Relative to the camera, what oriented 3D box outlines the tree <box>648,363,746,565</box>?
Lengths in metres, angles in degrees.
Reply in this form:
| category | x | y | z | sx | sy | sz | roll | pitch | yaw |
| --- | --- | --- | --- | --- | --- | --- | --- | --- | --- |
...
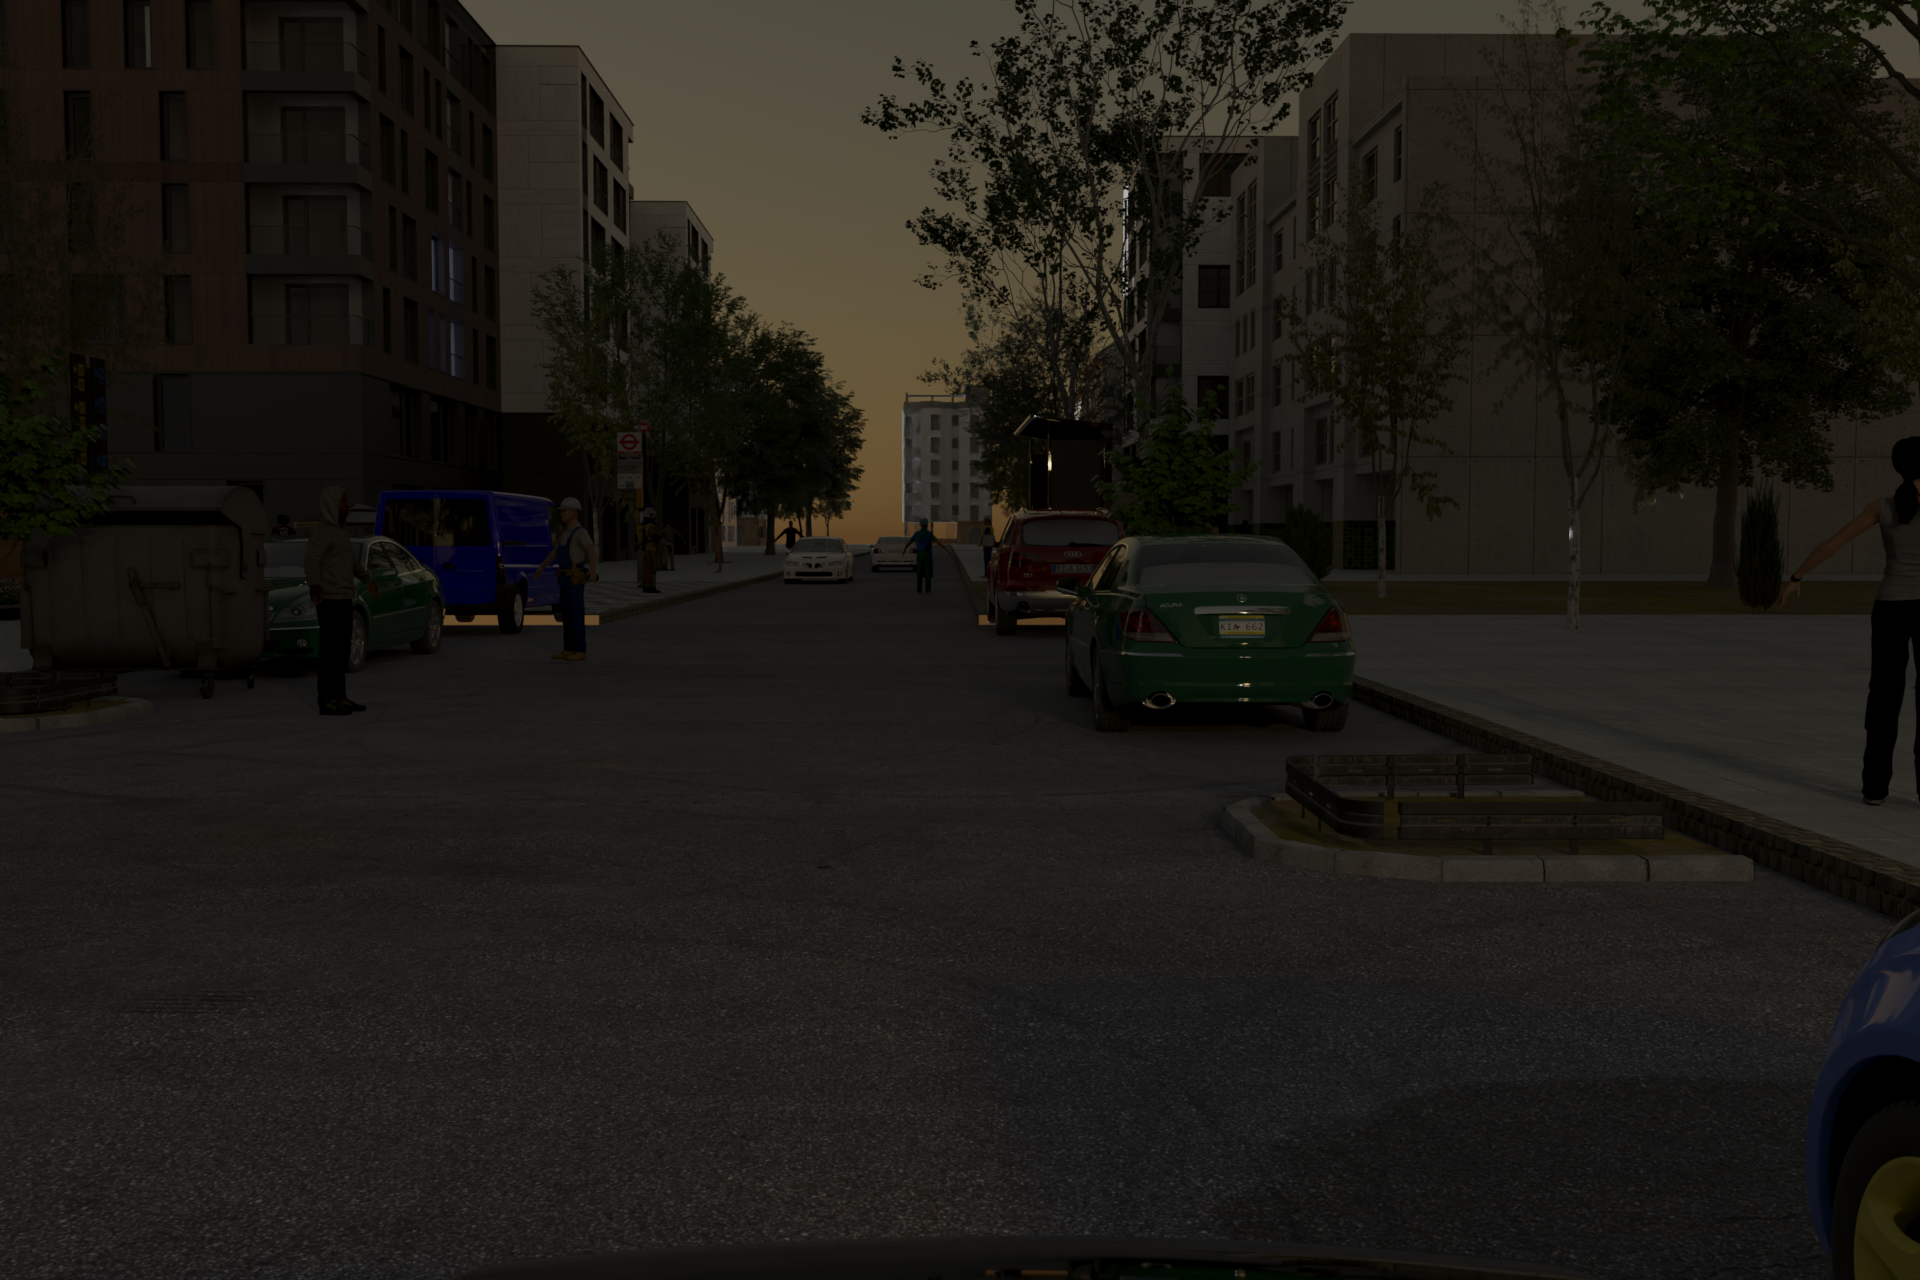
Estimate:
| category | x | y | z | sx | sy | sz | roll | pitch | yaw |
| --- | --- | --- | --- | --- | --- | --- | --- | --- | --- |
| tree | -10.487 | -7.374 | 70.921 | 4.737 | 8.622 | 4.395 | 0 | 3 | 0 |

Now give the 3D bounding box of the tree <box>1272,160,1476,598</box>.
| category | x | y | z | sx | sy | sz | roll | pitch | yaw |
| --- | --- | --- | --- | --- | --- | --- | --- | --- | --- |
| tree | 8.298 | -5.120 | 34.069 | 4.737 | 8.622 | 4.395 | 0 | 3 | 0 |

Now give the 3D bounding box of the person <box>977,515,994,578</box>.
| category | x | y | z | sx | sy | sz | roll | pitch | yaw |
| --- | --- | --- | --- | --- | --- | --- | --- | --- | --- |
| person | 0.774 | -2.719 | 50.418 | 0.705 | 1.833 | 1.349 | 1 | 4 | 14 |

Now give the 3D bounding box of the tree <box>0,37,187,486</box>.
| category | x | y | z | sx | sy | sz | roll | pitch | yaw |
| --- | --- | --- | --- | --- | --- | --- | --- | --- | --- |
| tree | -13.872 | -4.669 | 26.695 | 4.360 | 8.622 | 3.978 | 0 | 3 | 0 |

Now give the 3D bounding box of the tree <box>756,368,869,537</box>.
| category | x | y | z | sx | sy | sz | roll | pitch | yaw |
| --- | --- | --- | --- | --- | --- | --- | --- | --- | --- |
| tree | -11.773 | -13.842 | 132.969 | 9.857 | 13.997 | 8.962 | 0 | 3 | 0 |

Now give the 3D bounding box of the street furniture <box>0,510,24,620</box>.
| category | x | y | z | sx | sy | sz | roll | pitch | yaw |
| --- | --- | --- | --- | --- | --- | --- | --- | --- | --- |
| street furniture | -16.470 | -1.245 | 27.217 | 11.010 | 1.723 | 9.812 | 2 | 4 | 25 |

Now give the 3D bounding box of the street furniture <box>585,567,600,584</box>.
| category | x | y | z | sx | sy | sz | roll | pitch | yaw |
| --- | --- | --- | --- | --- | --- | --- | --- | --- | --- |
| street furniture | -14.342 | -1.717 | 43.696 | 10.072 | 0.657 | 5.734 | 0 | 4 | -5 |

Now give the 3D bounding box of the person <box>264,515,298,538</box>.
| category | x | y | z | sx | sy | sz | roll | pitch | yaw |
| --- | --- | --- | --- | --- | --- | --- | --- | --- | --- |
| person | -18.985 | -2.595 | 48.569 | 1.345 | 1.843 | 0.704 | -2 | 4 | -32 |

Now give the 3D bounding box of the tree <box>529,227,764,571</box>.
| category | x | y | z | sx | sy | sz | roll | pitch | yaw |
| --- | --- | --- | --- | --- | --- | --- | --- | --- | --- |
| tree | -10.664 | -8.224 | 60.220 | 9.928 | 11.665 | 9.643 | 0 | 3 | 0 |

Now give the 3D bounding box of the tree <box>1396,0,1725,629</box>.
| category | x | y | z | sx | sy | sz | roll | pitch | yaw |
| --- | --- | --- | --- | --- | --- | --- | --- | --- | --- |
| tree | 8.463 | -4.461 | 23.303 | 4.360 | 8.622 | 3.978 | 0 | 3 | 0 |

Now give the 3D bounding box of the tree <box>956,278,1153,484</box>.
| category | x | y | z | sx | sy | sz | roll | pitch | yaw |
| --- | --- | --- | --- | --- | --- | --- | --- | --- | --- |
| tree | 4.764 | -10.554 | 82.921 | 12.009 | 13.543 | 11.850 | 0 | 3 | 0 |

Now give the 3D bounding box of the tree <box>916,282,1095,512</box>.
| category | x | y | z | sx | sy | sz | roll | pitch | yaw |
| --- | --- | --- | --- | --- | --- | --- | --- | --- | --- |
| tree | 2.987 | -16.890 | 132.033 | 12.611 | 20.169 | 13.585 | 0 | 3 | 0 |

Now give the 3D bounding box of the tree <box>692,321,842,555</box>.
| category | x | y | z | sx | sy | sz | roll | pitch | yaw |
| --- | --- | --- | --- | --- | --- | --- | --- | --- | --- |
| tree | -11.554 | -12.131 | 104.992 | 9.857 | 13.997 | 8.962 | 0 | 3 | 0 |

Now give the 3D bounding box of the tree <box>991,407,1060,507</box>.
| category | x | y | z | sx | sy | sz | roll | pitch | yaw |
| --- | --- | --- | --- | --- | --- | --- | --- | --- | --- |
| tree | 3.867 | -8.705 | 92.690 | 4.737 | 8.622 | 4.395 | 0 | 3 | 0 |

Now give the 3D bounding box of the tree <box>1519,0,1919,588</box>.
| category | x | y | z | sx | sy | sz | roll | pitch | yaw |
| --- | --- | --- | --- | --- | --- | --- | --- | --- | --- |
| tree | 18.492 | -8.252 | 41.583 | 9.857 | 13.997 | 8.962 | 0 | 3 | 0 |

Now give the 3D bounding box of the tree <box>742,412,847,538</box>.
| category | x | y | z | sx | sy | sz | roll | pitch | yaw |
| --- | --- | --- | --- | --- | --- | --- | --- | --- | --- |
| tree | -11.223 | -11.333 | 119.702 | 7.601 | 10.594 | 8.767 | 1 | 4 | 22 |

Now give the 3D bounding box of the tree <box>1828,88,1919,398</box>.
| category | x | y | z | sx | sy | sz | roll | pitch | yaw |
| --- | --- | --- | --- | --- | --- | --- | --- | --- | --- |
| tree | 16.087 | -4.753 | 28.080 | 4.737 | 8.622 | 4.395 | 0 | 3 | 0 |

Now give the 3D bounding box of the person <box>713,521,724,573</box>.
| category | x | y | z | sx | sy | sz | roll | pitch | yaw |
| --- | --- | --- | --- | --- | --- | --- | --- | --- | --- |
| person | -8.097 | -3.106 | 57.592 | 0.721 | 1.733 | 1.217 | -1 | 4 | -13 |

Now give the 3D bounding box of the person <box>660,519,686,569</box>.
| category | x | y | z | sx | sy | sz | roll | pitch | yaw |
| --- | --- | --- | --- | --- | --- | --- | --- | --- | --- |
| person | -10.218 | -3.329 | 60.701 | 1.348 | 1.796 | 0.705 | -2 | 4 | -28 |

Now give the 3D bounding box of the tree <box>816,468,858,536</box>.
| category | x | y | z | sx | sy | sz | roll | pitch | yaw |
| --- | --- | --- | --- | --- | --- | --- | --- | --- | --- |
| tree | -16.903 | -17.958 | 219.372 | 9.928 | 11.665 | 9.643 | 0 | 3 | 0 |

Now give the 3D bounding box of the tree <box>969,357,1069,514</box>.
| category | x | y | z | sx | sy | sz | roll | pitch | yaw |
| --- | --- | --- | --- | --- | --- | --- | --- | --- | --- |
| tree | 4.039 | -11.813 | 111.266 | 7.486 | 12.596 | 7.792 | 0 | 3 | 0 |

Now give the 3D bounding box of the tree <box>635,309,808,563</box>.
| category | x | y | z | sx | sy | sz | roll | pitch | yaw |
| --- | --- | --- | --- | --- | --- | --- | --- | --- | --- |
| tree | -10.719 | -9.278 | 77.451 | 9.928 | 11.665 | 9.643 | 0 | 3 | 0 |

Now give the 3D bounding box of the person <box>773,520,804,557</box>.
| category | x | y | z | sx | sy | sz | roll | pitch | yaw |
| --- | --- | --- | --- | --- | --- | --- | --- | --- | --- |
| person | -6.392 | -3.627 | 65.529 | 1.346 | 1.802 | 0.704 | -1 | 4 | -11 |

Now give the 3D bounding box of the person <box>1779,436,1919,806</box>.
| category | x | y | z | sx | sy | sz | roll | pitch | yaw |
| --- | --- | --- | --- | --- | --- | --- | --- | --- | --- |
| person | 4.498 | -0.083 | 8.161 | 1.217 | 1.737 | 0.721 | 3 | 5 | 40 |

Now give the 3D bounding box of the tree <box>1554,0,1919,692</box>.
| category | x | y | z | sx | sy | sz | roll | pitch | yaw |
| --- | --- | --- | --- | --- | --- | --- | --- | --- | --- |
| tree | 8.390 | -5.382 | 13.744 | 9.928 | 11.665 | 9.643 | 0 | 3 | 0 |

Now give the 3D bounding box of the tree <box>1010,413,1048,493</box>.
| category | x | y | z | sx | sy | sz | roll | pitch | yaw |
| --- | --- | --- | --- | --- | --- | --- | --- | --- | --- |
| tree | 4.399 | -9.163 | 100.172 | 4.360 | 8.622 | 3.978 | 0 | 3 | 0 |

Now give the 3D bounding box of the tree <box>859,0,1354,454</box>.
| category | x | y | z | sx | sy | sz | roll | pitch | yaw |
| --- | --- | --- | --- | --- | --- | --- | --- | --- | --- |
| tree | 4.046 | -11.825 | 49.233 | 12.611 | 20.169 | 13.585 | 0 | 3 | 0 |

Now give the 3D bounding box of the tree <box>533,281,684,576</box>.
| category | x | y | z | sx | sy | sz | roll | pitch | yaw |
| --- | --- | --- | --- | --- | --- | --- | --- | --- | --- |
| tree | -10.525 | -6.136 | 50.688 | 4.737 | 8.622 | 4.395 | 0 | 3 | 0 |

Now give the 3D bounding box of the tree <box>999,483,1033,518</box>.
| category | x | y | z | sx | sy | sz | roll | pitch | yaw |
| --- | --- | --- | --- | --- | --- | --- | --- | --- | --- |
| tree | 8.482 | -17.451 | 219.740 | 7.601 | 10.594 | 8.767 | 0 | 4 | 3 |

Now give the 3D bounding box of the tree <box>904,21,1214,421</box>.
| category | x | y | z | sx | sy | sz | roll | pitch | yaw |
| --- | --- | --- | --- | --- | --- | --- | --- | --- | --- |
| tree | 3.088 | -12.916 | 67.059 | 12.611 | 20.169 | 13.585 | 0 | 3 | 0 |
